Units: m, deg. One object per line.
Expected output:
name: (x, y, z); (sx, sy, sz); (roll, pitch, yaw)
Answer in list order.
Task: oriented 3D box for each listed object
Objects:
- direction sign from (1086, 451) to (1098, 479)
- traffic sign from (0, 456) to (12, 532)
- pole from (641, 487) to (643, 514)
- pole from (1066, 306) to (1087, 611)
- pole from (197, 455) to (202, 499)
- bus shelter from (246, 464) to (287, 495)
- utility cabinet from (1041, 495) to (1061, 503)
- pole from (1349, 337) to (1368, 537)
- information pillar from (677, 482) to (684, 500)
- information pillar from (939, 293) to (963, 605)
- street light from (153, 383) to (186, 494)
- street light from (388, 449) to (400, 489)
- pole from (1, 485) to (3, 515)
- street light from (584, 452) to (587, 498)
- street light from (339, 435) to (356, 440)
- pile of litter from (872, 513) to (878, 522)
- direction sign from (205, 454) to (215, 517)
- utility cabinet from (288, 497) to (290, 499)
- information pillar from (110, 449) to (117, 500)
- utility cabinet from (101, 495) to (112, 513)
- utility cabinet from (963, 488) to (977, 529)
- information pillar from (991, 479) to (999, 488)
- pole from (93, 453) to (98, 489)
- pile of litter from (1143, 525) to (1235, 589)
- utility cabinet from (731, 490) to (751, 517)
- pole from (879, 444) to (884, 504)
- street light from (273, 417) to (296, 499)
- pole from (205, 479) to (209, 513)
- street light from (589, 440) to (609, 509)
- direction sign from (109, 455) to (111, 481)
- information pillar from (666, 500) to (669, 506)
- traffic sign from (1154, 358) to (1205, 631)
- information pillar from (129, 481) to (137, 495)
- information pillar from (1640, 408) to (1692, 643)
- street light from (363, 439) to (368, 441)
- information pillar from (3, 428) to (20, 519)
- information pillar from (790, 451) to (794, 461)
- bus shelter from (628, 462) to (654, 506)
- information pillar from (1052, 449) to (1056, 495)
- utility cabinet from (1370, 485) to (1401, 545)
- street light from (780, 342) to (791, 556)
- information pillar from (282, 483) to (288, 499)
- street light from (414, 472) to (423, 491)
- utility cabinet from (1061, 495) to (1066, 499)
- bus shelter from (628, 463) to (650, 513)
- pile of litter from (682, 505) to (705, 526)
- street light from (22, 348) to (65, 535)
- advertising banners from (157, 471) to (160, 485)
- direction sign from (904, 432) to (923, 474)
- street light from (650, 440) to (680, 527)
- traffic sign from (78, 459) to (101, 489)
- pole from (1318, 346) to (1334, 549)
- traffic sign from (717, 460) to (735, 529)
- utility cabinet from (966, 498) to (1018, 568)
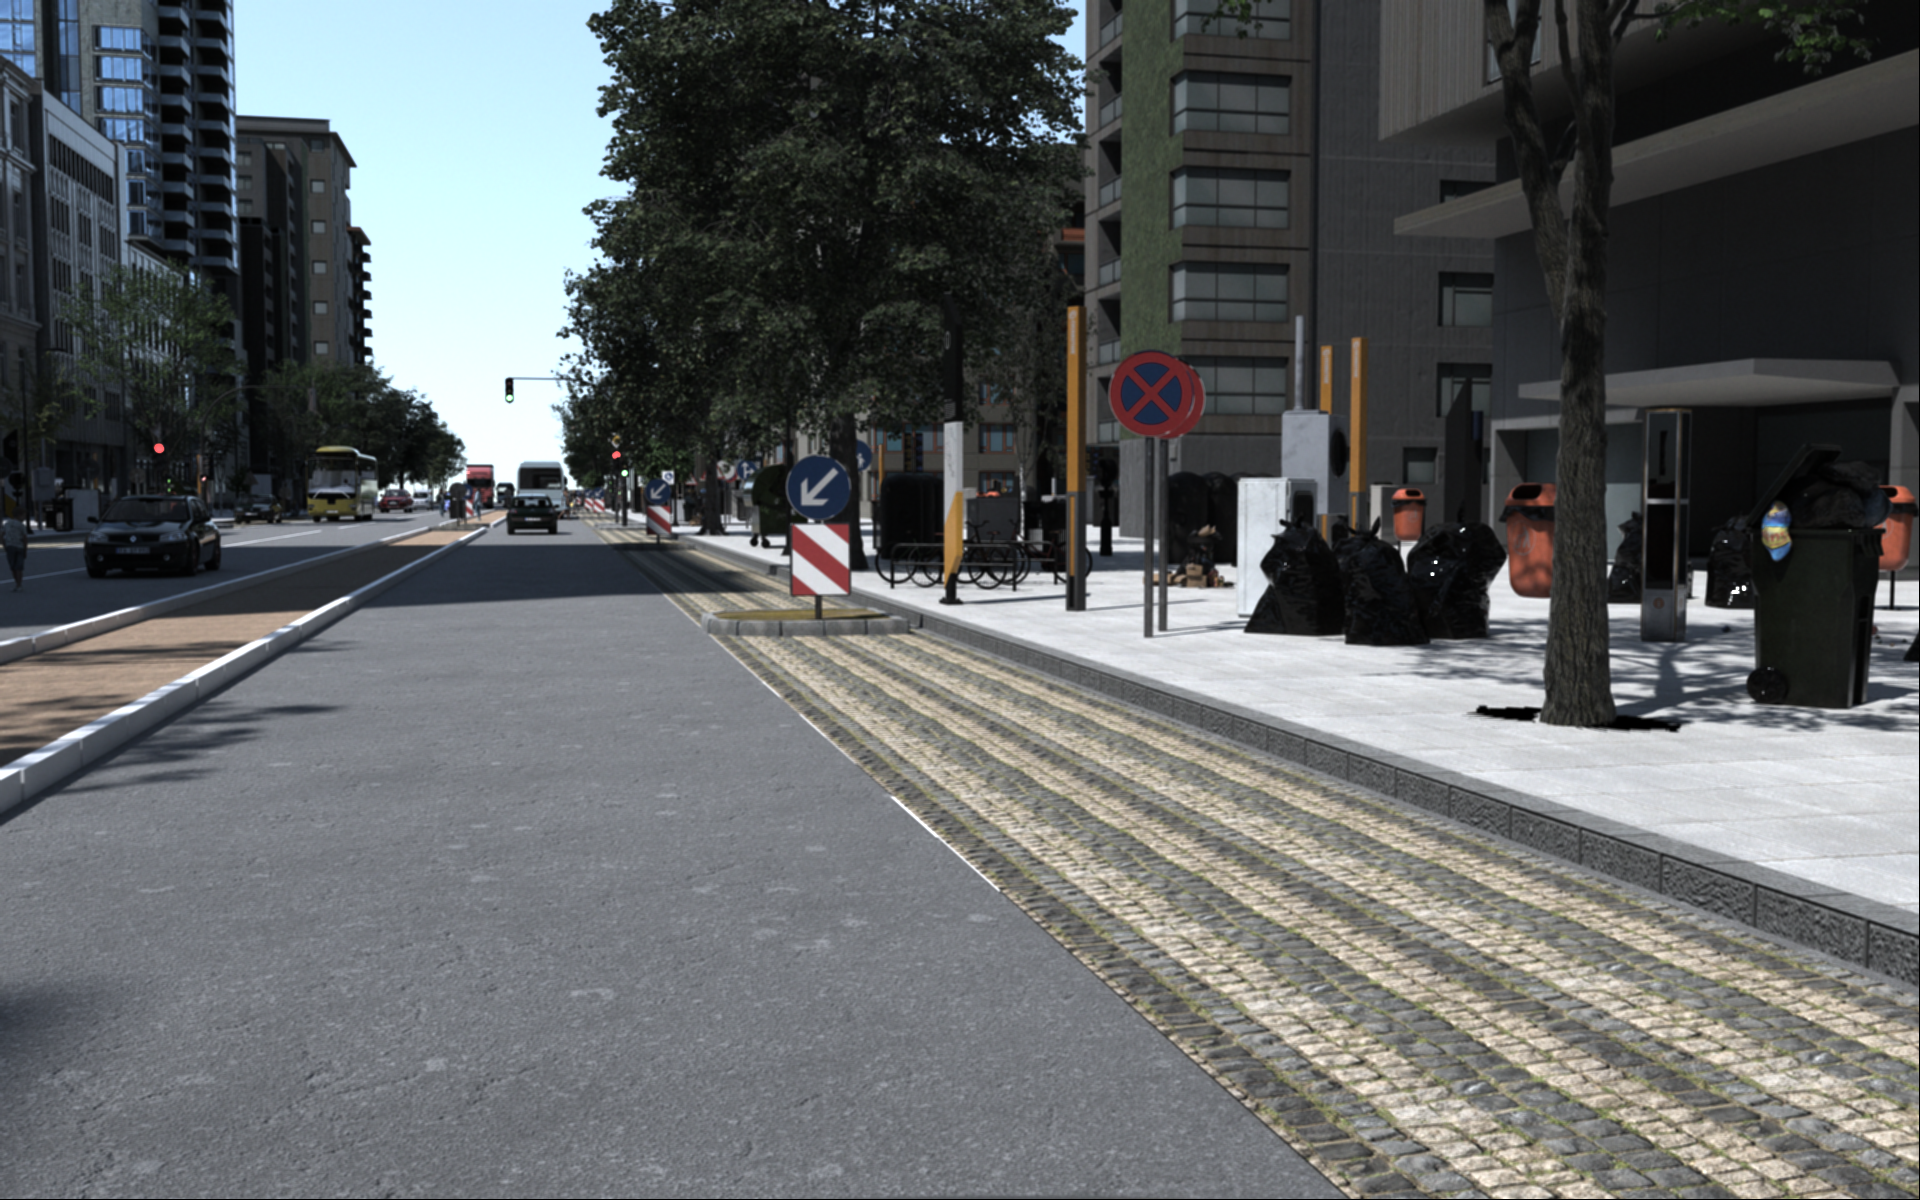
direction sign: (6.919, -6.076, 91.341); (0.876, 3.537, 0.379); (-2, 4, -32)
traffic sign: (-32.272, -3.556, 58.245); (0.768, 2.556, 0.104); (0, 4, -6)
pole: (-20.660, -7.276, 112.810); (0.158, 3.312, 0.155); (0, 3, 0)
pole: (1.274, -1.534, 18.930); (0.158, 3.312, 0.155); (0, 3, 0)
pole: (-39.295, -5.851, 89.511); (0.158, 3.312, 0.155); (0, 3, 0)
bus shelter: (-47.722, -7.658, 119.124); (2.014, 3.302, 5.546); (-1, 4, -13)
utility cabinet: (4.359, -4.464, 84.146); (0.306, 1.237, 1.020); (-2, 4, -33)
pole: (5.216, -1.764, 22.690); (0.158, 3.312, 0.155); (0, 3, 0)
information pillar: (-15.701, -5.678, 97.322); (0.304, 2.012, 0.304); (0, 4, 4)
information pillar: (-0.081, -1.754, 20.031); (0.183, 3.616, 0.504); (-1, 4, -17)
street light: (-33.027, -6.106, 72.377); (1.470, 5.913, 1.316); (-1, 4, -13)
street light: (-58.283, -12.592, 178.415); (1.470, 5.913, 1.316); (-1, 4, -13)
pole: (-32.854, -3.995, 59.168); (0.158, 3.312, 0.155); (0, 3, 0)
street light: (-40.906, -13.407, 191.746); (1.470, 5.913, 1.316); (-1, 4, -13)
street light: (-48.196, -10.012, 136.233); (1.470, 5.913, 1.316); (-1, 4, -13)
pile of litter: (-3.351, -3.992, 79.233); (1.176, 0.858, 1.719); (3, 5, 44)
direction sign: (-42.412, -6.481, 97.966); (0.876, 3.537, 0.379); (3, 5, 40)
utility cabinet: (-50.241, -7.221, 129.220); (0.306, 1.237, 1.020); (0, 4, -7)
information pillar: (-43.860, -6.020, 89.781); (0.183, 3.616, 0.504); (0, 4, -5)
utility cabinet: (-50.927, -5.609, 102.871); (1.020, 1.237, 0.306); (0, 4, 0)
utility cabinet: (0.293, -3.359, 63.592); (0.318, 1.500, 1.173); (-1, 4, -16)
information pillar: (1.748, -5.023, 86.613); (0.304, 2.012, 0.304); (-1, 4, -12)
pole: (-42.913, -5.637, 86.012); (0.158, 3.312, 0.155); (0, 3, 0)
pile of litter: (3.196, -0.626, 24.202); (1.176, 0.858, 1.719); (-1, 4, -8)
utility cabinet: (-11.794, -5.218, 93.995); (1.173, 1.500, 0.318); (0, 4, 1)
pole: (-3.206, -4.712, 70.888); (0.158, 3.312, 0.155); (0, 3, 0)
street light: (-40.610, -8.048, 104.119); (1.470, 5.913, 1.316); (-1, 4, -13)
pole: (-41.137, -6.158, 94.519); (0.158, 3.312, 0.155); (0, 3, 0)
street light: (-31.053, -10.838, 149.735); (1.470, 5.913, 1.316); (-1, 4, -13)
direction sign: (-49.191, -6.643, 100.609); (0.379, 3.537, 0.876); (0, 4, -6)
information pillar: (-16.689, -5.746, 98.445); (0.304, 2.012, 0.304); (0, 4, -1)
traffic sign: (1.897, -0.980, 16.125); (0.768, 2.556, 0.104); (-1, 4, -12)
information pillar: (-46.559, -5.692, 97.559); (0.304, 2.012, 0.304); (-3, 5, -39)
information pillar: (6.142, -0.647, 15.072); (0.304, 2.012, 0.304); (3, 4, 39)
street light: (-50.832, -10.656, 146.774); (1.470, 5.913, 1.316); (-1, 4, -13)
information pillar: (-33.662, -4.291, 61.514); (0.504, 3.616, 0.183); (-1, 4, -15)
information pillar: (-8.537, -5.863, 87.215); (0.183, 3.616, 0.504); (-3, 5, -43)
bus shelter: (-23.607, -8.382, 128.335); (1.731, 3.624, 6.357); (-1, 4, -13)
information pillar: (4.840, -5.976, 89.058); (0.183, 3.616, 0.504); (1, 4, 19)
utility cabinet: (10.539, -2.091, 42.864); (0.318, 1.500, 1.173); (3, 4, 37)
street light: (-4.105, -3.875, 35.901); (1.470, 5.913, 1.316); (-1, 4, -13)
information pillar: (-45.879, -6.923, 117.690); (0.304, 2.012, 0.304); (-2, 4, -30)
street light: (-65.804, -14.556, 210.526); (1.470, 5.913, 1.316); (-1, 4, -13)
utility cabinet: (5.219, -4.682, 87.716); (1.020, 1.237, 0.306); (-2, 4, -30)
bus shelter: (-21.935, -8.710, 120.033); (2.179, 5.291, 8.768); (-1, 4, -13)
pile of litter: (-10.356, -3.396, 69.487); (1.719, 0.858, 1.176); (-1, 4, -19)
street light: (-29.044, -5.038, 54.917); (1.470, 5.913, 1.316); (-1, 4, -13)
advertising banners: (-55.353, -7.672, 121.626); (2.074, 3.025, 0.090); (-1, 4, -15)
direction sign: (-1.720, -4.397, 63.882); (0.876, 3.537, 0.379); (-3, 5, -40)
street light: (-11.771, -5.846, 68.125); (1.470, 5.913, 1.316); (-1, 4, -13)
traffic sign: (-31.298, -3.802, 62.264); (0.768, 2.556, 0.104); (-1, 4, -11)
pole: (5.060, -1.842, 23.952); (0.158, 3.312, 0.155); (0, 3, 0)
traffic sign: (-8.611, -3.877, 63.491); (0.768, 2.556, 0.104); (-1, 4, -9)
utility cabinet: (0.563, -1.173, 30.335); (0.306, 1.237, 1.020); (3, 5, 45)
